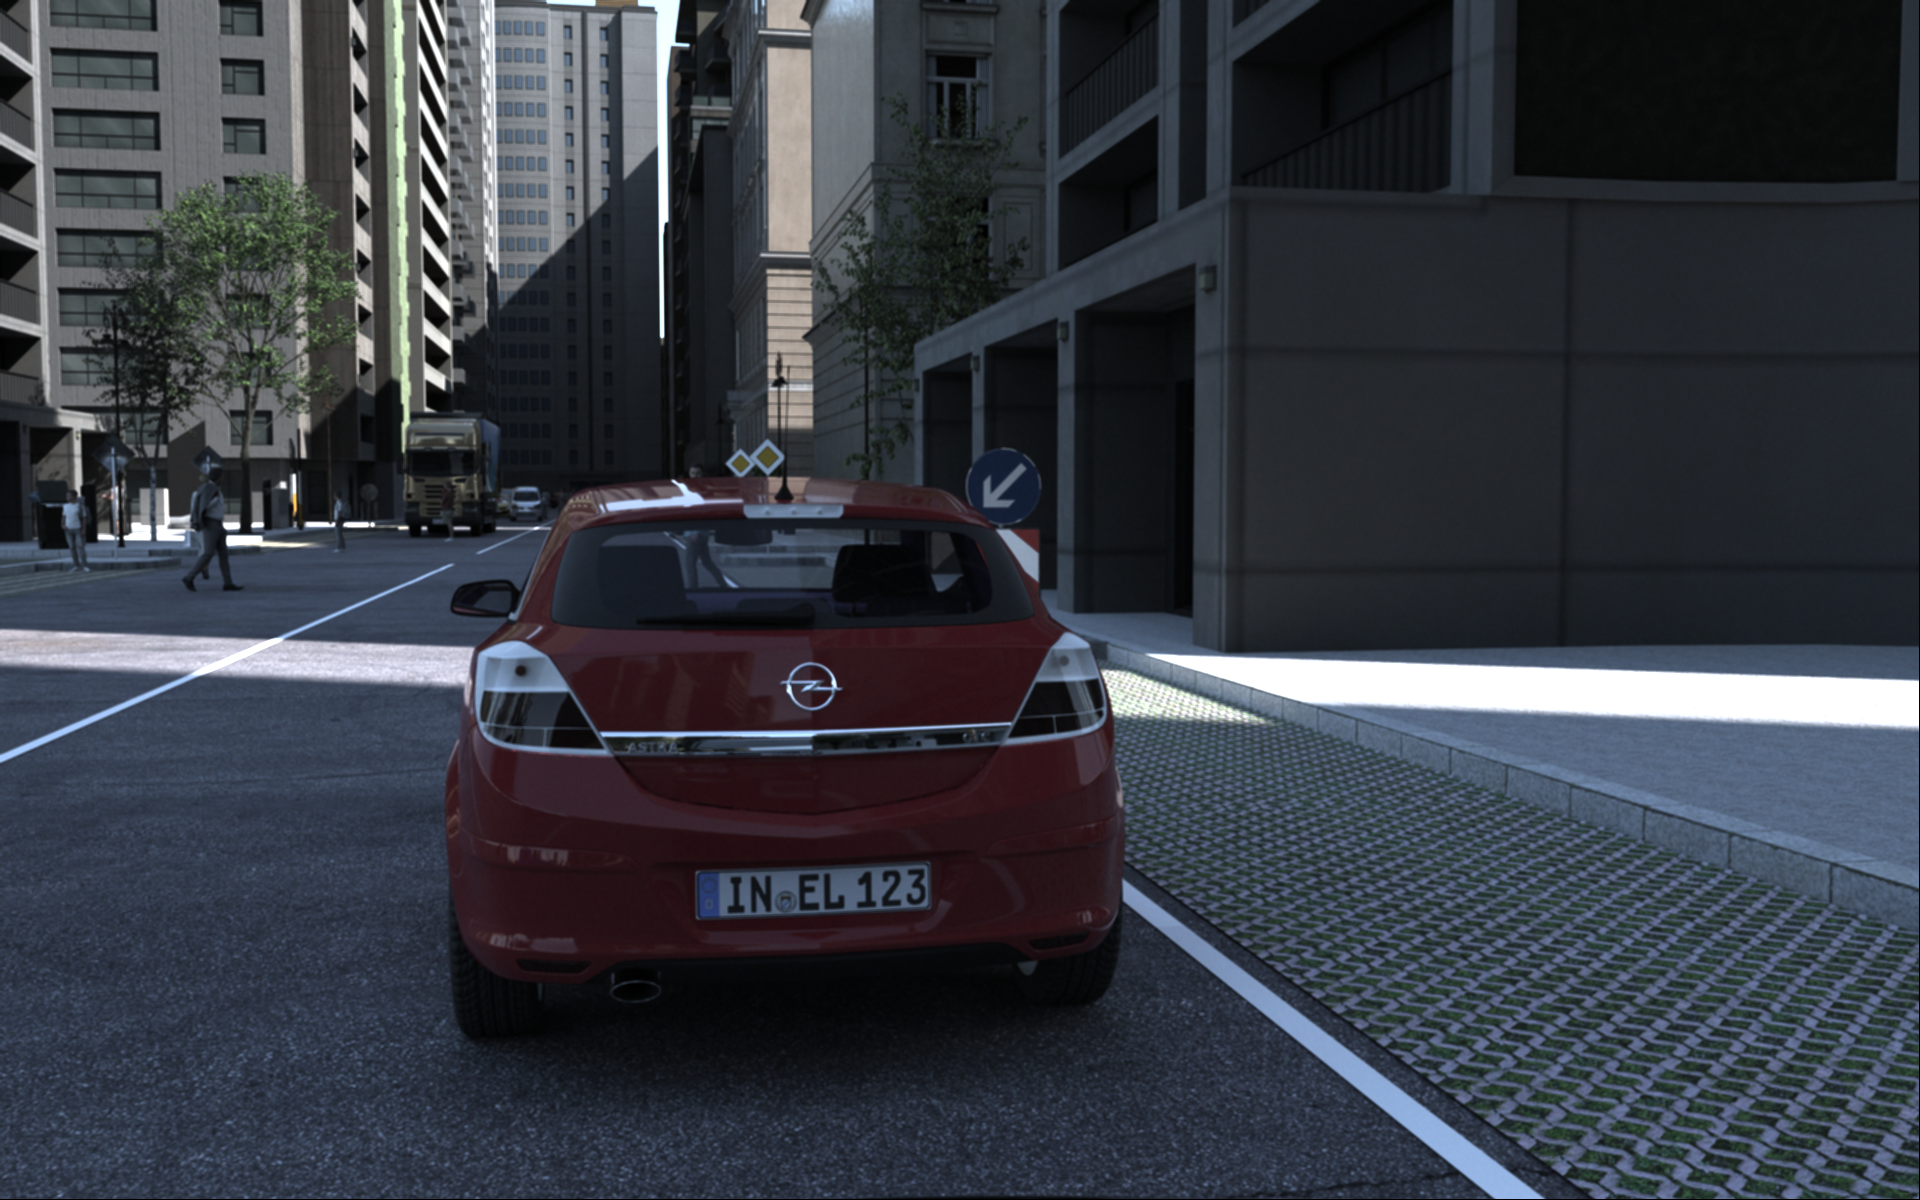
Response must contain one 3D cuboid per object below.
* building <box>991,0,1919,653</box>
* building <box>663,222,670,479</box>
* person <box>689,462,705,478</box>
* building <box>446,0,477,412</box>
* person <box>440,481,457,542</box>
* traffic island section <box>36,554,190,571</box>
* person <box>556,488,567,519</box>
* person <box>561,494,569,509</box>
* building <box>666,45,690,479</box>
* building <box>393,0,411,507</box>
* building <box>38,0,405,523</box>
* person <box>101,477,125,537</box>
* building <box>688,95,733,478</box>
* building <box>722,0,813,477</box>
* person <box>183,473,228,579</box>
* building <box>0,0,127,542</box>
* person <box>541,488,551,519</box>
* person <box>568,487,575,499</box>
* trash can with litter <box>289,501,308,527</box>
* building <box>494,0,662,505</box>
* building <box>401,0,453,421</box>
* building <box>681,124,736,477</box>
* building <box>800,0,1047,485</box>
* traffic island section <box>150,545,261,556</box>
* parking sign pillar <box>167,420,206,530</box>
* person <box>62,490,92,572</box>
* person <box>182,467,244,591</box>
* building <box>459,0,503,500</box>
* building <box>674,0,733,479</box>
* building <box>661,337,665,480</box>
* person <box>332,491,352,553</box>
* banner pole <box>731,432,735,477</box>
[{"bbox_3d":[11.260,-35.471,18.205,20.563,71.187,20.611,-1,4,-11],"label":"building"},{"bbox_3d":[-24.833,-25.373,186.554,14.160,30.474,14.107,-1,4,-11],"label":"building"},{"bbox_3d":[-3.288,-0.848,22.227,0.748,1.841,0.638,0,4,-3],"label":"person"},{"bbox_3d":[-53.640,-32.323,148.090,23.786,49.044,30.456,-1,4,-11],"label":"building"},{"bbox_3d":[-15.458,-2.680,52.299,0.580,1.828,0.573,3,5,43],"label":"person"},{"bbox_3d":[-16.459,-0.699,33.715,2.009,0.180,2.903,-1,4,-11],"label":"traffic island section"},{"bbox_3d":[-22.850,-5.535,99.330,0.599,1.781,0.374,2,4,23],"label":"person"},{"bbox_3d":[-31.687,-7.795,139.144,0.799,1.438,0.628,-1,4,-15],"label":"person"},{"bbox_3d":[-21.756,-31.917,171.958,14.600,45.320,14.200,-1,4,-11],"label":"building"},{"bbox_3d":[-40.829,-25.615,102.403,14.154,41.232,14.086,-1,4,-11],"label":"building"},{"bbox_3d":[-34.522,-18.948,81.496,14.160,30.474,14.107,-1,4,-11],"label":"building"},{"bbox_3d":[-25.124,-2.758,51.493,0.532,1.782,0.716,0,4,5],"label":"person"},{"bbox_3d":[-13.301,-21.921,130.107,14.160,30.474,14.107,-1,4,-11],"label":"building"},{"bbox_3d":[-3.583,-17.973,79.764,13.634,28.700,20.117,-1,4,-11],"label":"building"},{"bbox_3d":[-12.766,-1.245,29.215,0.694,1.780,0.624,1,4,11],"label":"person"},{"bbox_3d":[-36.220,-37.280,47.787,20.563,71.187,20.611,-1,4,-11],"label":"building"},{"bbox_3d":[-23.781,-5.563,99.662,0.606,1.804,0.583,0,4,7],"label":"person"},{"bbox_3d":[-19.285,-4.716,85.944,0.444,1.785,0.601,1,4,19],"label":"person"},{"bbox_3d":[-25.844,-3.409,67.123,1.055,1.170,0.624,0,4,-7],"label":"trash can with litter"},{"bbox_3d":[-50.204,-40.623,206.184,28.212,58.520,21.231,-1,4,-11],"label":"building"},{"bbox_3d":[-48.132,-30.503,122.422,21.300,48.544,21.600,-1,4,-11],"label":"building"},{"bbox_3d":[-8.968,-17.449,104.350,14.314,24.678,30.058,-1,4,-11],"label":"building"},{"bbox_3d":[10.304,-13.531,54.518,30.059,22.955,16.112,-1,4,-11],"label":"building"},{"bbox_3d":[-18.016,-1.178,41.547,2.009,0.180,2.903,-1,4,-11],"label":"traffic island section"},{"bbox_3d":[-28.138,-4.561,63.049,1.447,3.967,1.447,-2,4,-25],"label":"parking sign pillar"},{"bbox_3d":[-16.222,-1.268,31.831,0.503,1.515,0.523,-2,4,-32],"label":"person"},{"bbox_3d":[-11.049,-1.037,25.564,0.850,1.850,0.679,-1,4,-9],"label":"person"},{"bbox_3d":[-58.293,-45.135,176.203,20.611,71.187,20.563,-1,4,-11],"label":"building"},{"bbox_3d":[-13.499,-30.392,151.535,22.147,44.769,28.867,-1,4,-11],"label":"building"},{"bbox_3d":[-23.083,-22.770,217.334,28.899,21.520,27.650,-1,4,-11],"label":"building"},{"bbox_3d":[-15.196,-1.916,42.417,0.523,1.515,0.503,-3,5,-43],"label":"person"},{"bbox_3d":[-9.179,-4.908,70.270,0.401,3.779,0.863,-1,4,-15],"label":"banner pole"}]
